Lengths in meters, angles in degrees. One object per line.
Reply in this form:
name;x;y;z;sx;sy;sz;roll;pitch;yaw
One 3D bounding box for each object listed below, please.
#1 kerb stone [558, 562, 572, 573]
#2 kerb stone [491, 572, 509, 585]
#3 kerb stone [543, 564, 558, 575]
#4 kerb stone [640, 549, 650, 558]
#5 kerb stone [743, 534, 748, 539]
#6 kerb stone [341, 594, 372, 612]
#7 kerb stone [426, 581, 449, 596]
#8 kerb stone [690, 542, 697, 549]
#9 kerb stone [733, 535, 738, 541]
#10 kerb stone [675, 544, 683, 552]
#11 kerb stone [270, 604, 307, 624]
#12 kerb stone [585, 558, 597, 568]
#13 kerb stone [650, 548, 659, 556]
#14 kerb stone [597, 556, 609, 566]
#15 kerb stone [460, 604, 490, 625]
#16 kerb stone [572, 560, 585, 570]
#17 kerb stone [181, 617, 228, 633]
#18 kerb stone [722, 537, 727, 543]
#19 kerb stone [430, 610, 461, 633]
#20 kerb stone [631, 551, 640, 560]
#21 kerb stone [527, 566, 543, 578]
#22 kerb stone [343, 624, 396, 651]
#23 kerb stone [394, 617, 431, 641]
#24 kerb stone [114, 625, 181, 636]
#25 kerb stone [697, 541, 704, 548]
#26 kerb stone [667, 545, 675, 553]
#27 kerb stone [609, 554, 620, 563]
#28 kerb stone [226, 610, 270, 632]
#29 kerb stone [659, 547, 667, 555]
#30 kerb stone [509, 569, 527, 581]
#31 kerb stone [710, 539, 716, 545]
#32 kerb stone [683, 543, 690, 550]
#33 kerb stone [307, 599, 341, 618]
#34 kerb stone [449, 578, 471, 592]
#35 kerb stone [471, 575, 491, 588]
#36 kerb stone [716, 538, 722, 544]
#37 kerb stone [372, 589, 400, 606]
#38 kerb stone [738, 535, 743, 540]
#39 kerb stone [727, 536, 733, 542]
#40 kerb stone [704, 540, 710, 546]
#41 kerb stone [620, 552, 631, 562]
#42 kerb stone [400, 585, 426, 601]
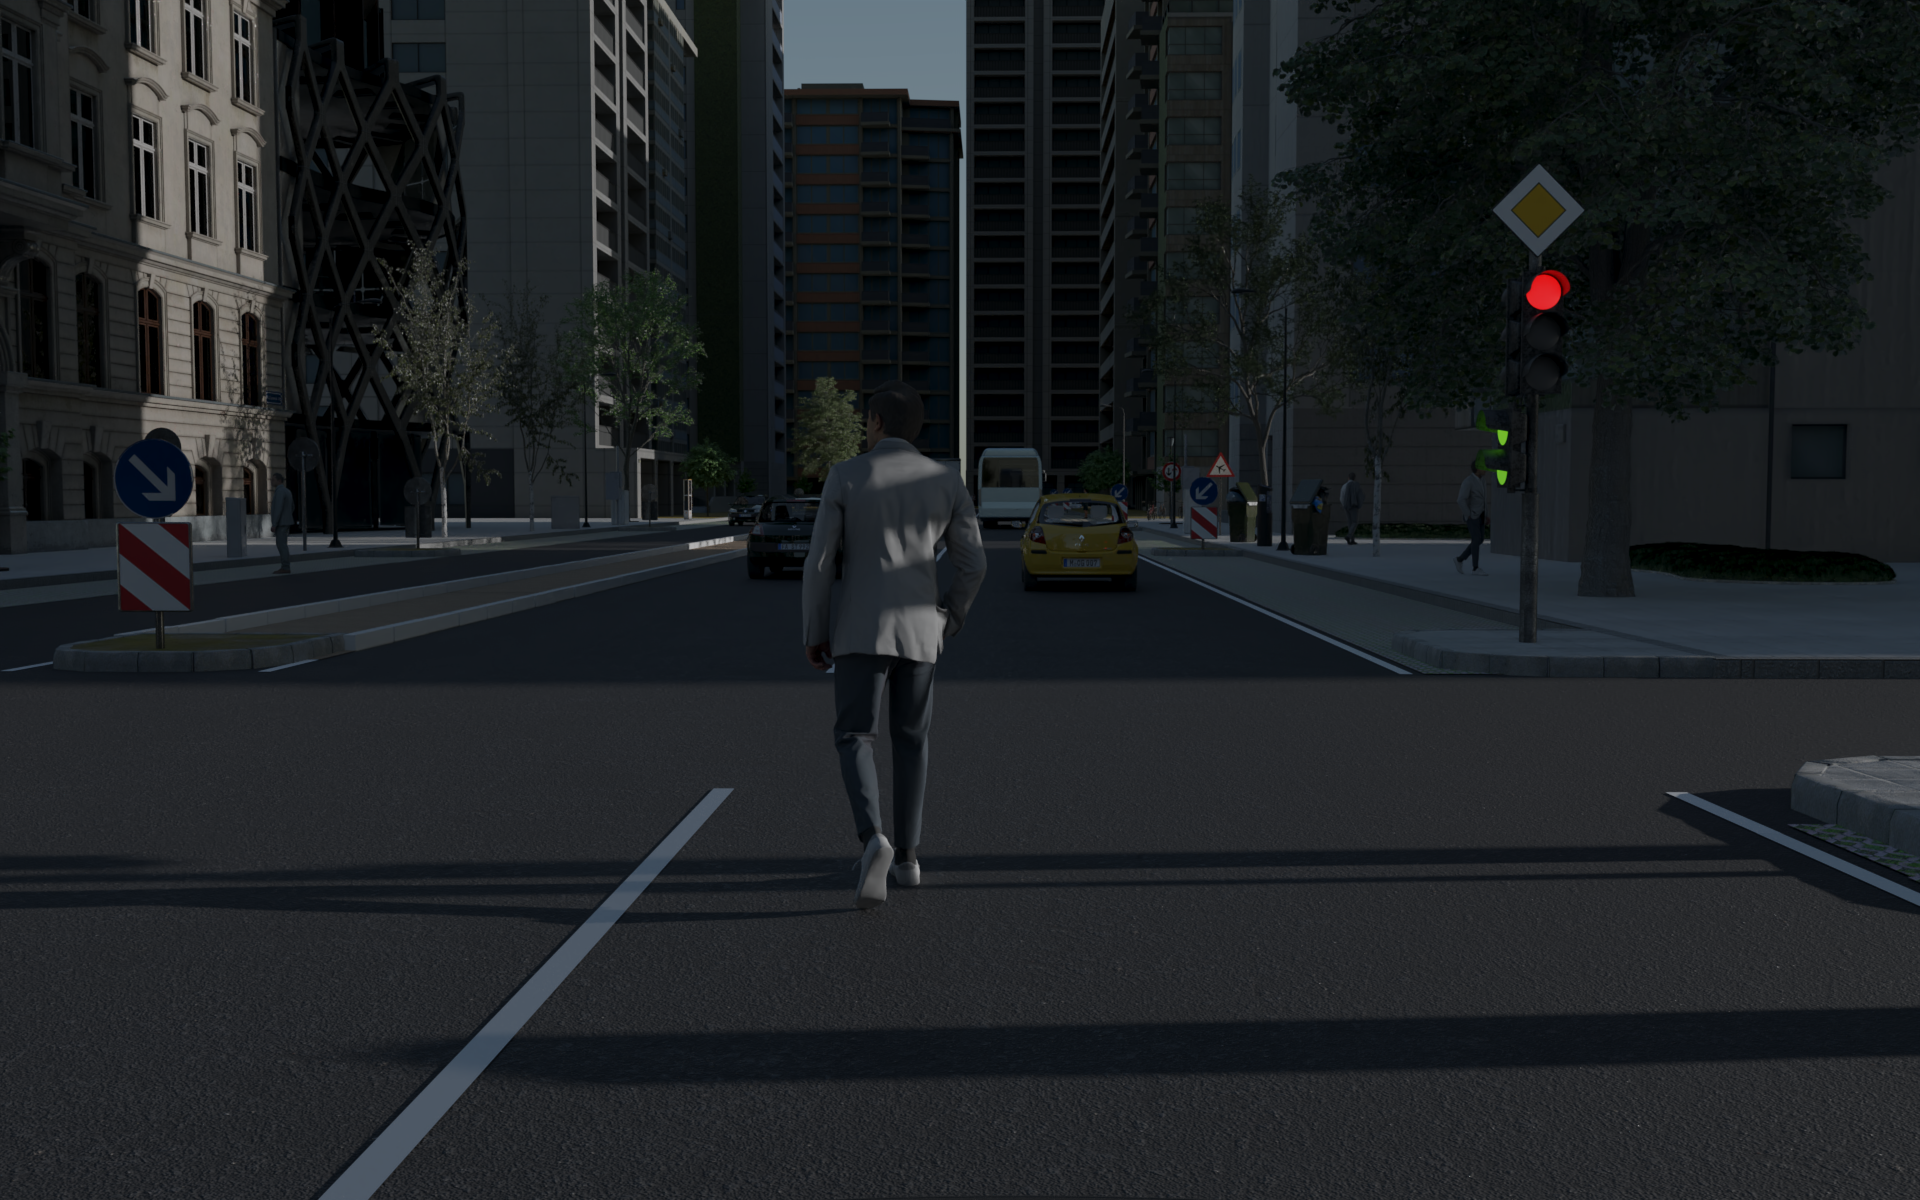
kerb stone;-7.326;-0.574;31.670;0.120;0.150;1.000;0;4;1
kerb stone;-7.418;-0.328;27.570;0.120;0.150;1.000;0;4;1
kerb stone;-7.350;-0.517;30.648;0.120;0.150;1.000;0;4;1
kerb stone;-7.171;-1.017;38.829;0.120;0.150;1.000;0;4;1
kerb stone;-6.847;-1.957;54.190;0.120;0.150;1.000;0;4;1
kerb stone;-7.541;0.047;21.422;0.120;0.150;1.000;0;4;1
kerb stone;-7.480;-0.139;24.501;0.120;0.150;1.000;0;4;1
kerb stone;-7.036;-1.393;44.972;0.120;0.150;1.000;0;4;1
kerb stone;-6.886;-1.832;52.146;0.120;0.150;1.000;0;4;1
kerb stone;-7.080;-1.266;42.928;0.120;0.150;1.000;0;4;1
kerb stone;-7.593;0.172;19.379;0.120;0.150;1.000;0;4;1
kerb stone;-7.286;-0.697;33.714;0.120;0.150;1.000;0;4;1
kerb stone;-7.151;-1.078;39.862;0.120;0.150;1.000;0;4;1
kerb stone;-7.260;-0.767;34.736;0.120;0.150;1.000;0;4;1
kerb stone;-5.486;0.178;19.326;0.120;0.150;1.000;0;4;1
kerb stone;-7.305;-0.642;32.692;0.120;0.150;1.000;0;4;1
kerb stone;-7.635;0.307;17.326;0.120;0.150;1.000;0;4;1
kerb stone;-6.937;-1.706;50.094;0.120;0.150;1.000;0;4;1
kerb stone;-5.513;0.243;18.304;0.120;0.150;1.000;0;4;1
kerb stone;-7.193;-0.955;37.804;0.120;0.150;1.000;0;4;1
kerb stone;-7.371;-0.450;29.622;0.120;0.150;1.000;0;4;1
kerb stone;-5.551;0.363;16.259;0.120;0.150;1.000;0;4;1
kerb stone;-5.528;0.301;17.282;0.120;0.150;1.000;0;4;1
kerb stone;-7.651;0.360;16.304;0.120;0.150;1.000;0;4;1
kerb stone;-7.012;-1.456;45.994;0.120;0.150;1.000;0;4;1
kerb stone;-7.111;-1.206;41.907;0.120;0.150;1.000;0;4;1
kerb stone;-7.239;-0.827;35.760;0.120;0.150;1.000;0;4;1
kerb stone;-7.609;0.235;18.351;0.120;0.150;1.000;0;4;1
kerb stone;-7.131;-1.143;40.883;0.120;0.150;1.000;0;4;1
kerb stone;-7.393;-0.392;28.599;0.120;0.150;1.000;0;4;1
kerb stone;-6.981;-1.580;48.047;0.120;0.150;1.000;0;4;1
kerb stone;-7.068;-1.330;43.951;0.120;0.150;1.000;0;4;1
kerb stone;-7.571;0.111;20.401;0.120;0.150;1.000;0;4;1
kerb stone;-7.454;-0.204;25.524;0.120;0.150;1.000;0;4;1
kerb stone;-7.442;-0.266;26.547;0.120;0.150;1.000;0;4;1
kerb stone;-6.962;-1.643;49.069;0.120;0.150;1.000;0;4;1
kerb stone;-7.524;-0.016;22.455;0.120;0.150;1.000;0;4;1
kerb stone;-6.868;-1.894;53.168;0.120;0.150;1.000;0;4;1
kerb stone;-6.912;-1.769;51.116;0.120;0.150;1.000;0;4;1
kerb stone;-6.997;-1.519;47.024;0.120;0.150;1.000;0;4;1
kerb stone;-7.213;-0.891;36.782;0.120;0.150;1.000;0;4;1
kerb stone;-7.505;-0.078;23.477;0.120;0.150;1.000;0;4;1
